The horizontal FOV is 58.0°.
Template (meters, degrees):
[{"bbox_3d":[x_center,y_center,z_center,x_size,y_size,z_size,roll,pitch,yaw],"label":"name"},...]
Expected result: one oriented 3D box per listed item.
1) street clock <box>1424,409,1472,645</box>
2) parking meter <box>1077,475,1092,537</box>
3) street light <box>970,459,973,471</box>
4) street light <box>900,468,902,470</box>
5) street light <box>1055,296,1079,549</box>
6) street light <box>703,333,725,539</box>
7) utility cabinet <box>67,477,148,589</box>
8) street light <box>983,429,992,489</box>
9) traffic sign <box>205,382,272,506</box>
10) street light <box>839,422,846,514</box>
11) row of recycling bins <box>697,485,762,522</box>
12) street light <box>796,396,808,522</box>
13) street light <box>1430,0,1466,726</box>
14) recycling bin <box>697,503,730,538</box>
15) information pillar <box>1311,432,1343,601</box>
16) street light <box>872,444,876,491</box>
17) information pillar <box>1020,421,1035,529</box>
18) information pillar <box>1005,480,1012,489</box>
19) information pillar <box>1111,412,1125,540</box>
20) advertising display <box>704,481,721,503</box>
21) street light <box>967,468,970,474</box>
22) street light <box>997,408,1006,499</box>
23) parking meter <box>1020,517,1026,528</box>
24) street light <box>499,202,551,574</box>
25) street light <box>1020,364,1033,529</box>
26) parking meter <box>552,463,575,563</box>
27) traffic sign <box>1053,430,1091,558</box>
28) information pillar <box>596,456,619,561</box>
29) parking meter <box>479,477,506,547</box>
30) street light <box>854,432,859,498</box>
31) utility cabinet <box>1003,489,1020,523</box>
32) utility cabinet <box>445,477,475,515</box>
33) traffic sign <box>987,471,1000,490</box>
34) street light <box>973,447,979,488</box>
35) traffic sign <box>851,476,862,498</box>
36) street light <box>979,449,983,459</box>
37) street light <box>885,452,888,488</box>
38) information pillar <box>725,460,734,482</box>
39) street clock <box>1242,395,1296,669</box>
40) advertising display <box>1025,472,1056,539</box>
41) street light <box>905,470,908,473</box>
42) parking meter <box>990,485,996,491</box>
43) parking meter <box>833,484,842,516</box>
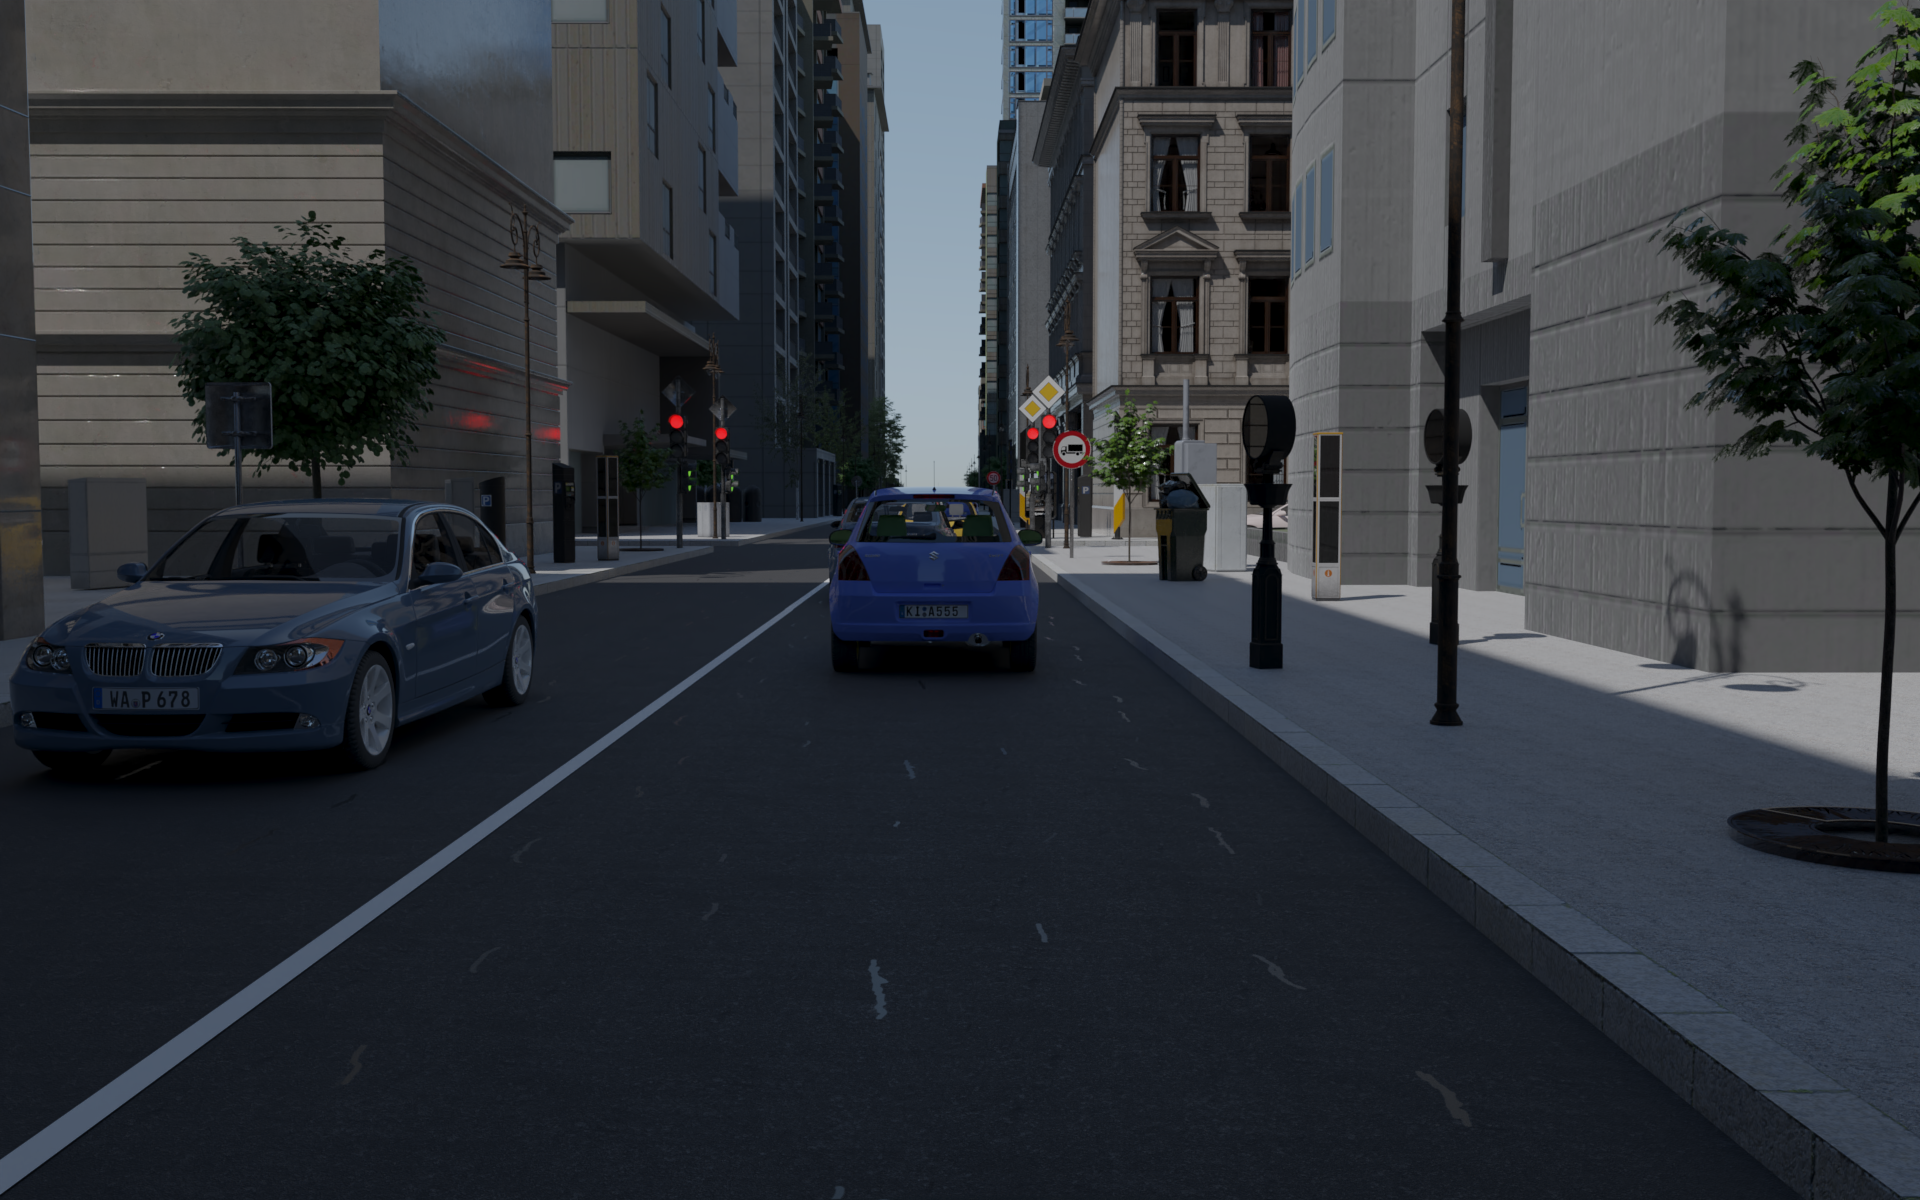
[{"bbox_3d":[4.131,-0.621,14.720,0.358,2.002,0.471,-1,4,-9],"label":"street clock"},{"bbox_3d":[3.727,-2.847,52.254,0.255,1.863,0.399,2,4,28],"label":"parking meter"},{"bbox_3d":[1.652,-13.920,200.386,0.468,5.910,1.993,0,4,0],"label":"street light"},{"bbox_3d":[-8.182,-16.336,239.872,0.468,5.910,1.993,0,4,0],"label":"street light"},{"bbox_3d":[2.508,-4.147,40.593,0.468,5.910,1.993,0,4,0],"label":"street light"},{"bbox_3d":[-7.060,-4.711,49.807,0.468,5.910,1.993,0,4,0],"label":"street light"},{"bbox_3d":[-11.597,-0.912,23.585,0.318,1.500,1.173,1,4,12],"label":"utility cabinet"},{"bbox_3d":[2.087,-9.200,123.203,0.468,5.910,1.993,0,4,0],"label":"street light"},{"bbox_3d":[-6.608,-0.841,15.888,0.606,2.300,0.079,0,4,2],"label":"traffic sign"},{"bbox_3d":[-7.458,-8.450,110.945,0.468,5.910,1.993,0,4,0],"label":"street light"},{"bbox_3d":[-10.781,-4.403,79.106,3.534,1.692,1.069,-2,4,-24],"label":"row of recycling bins"},{"bbox_3d":[-7.363,-6.585,80.450,0.468,5.910,1.993,0,4,0],"label":"street light"},{"bbox_3d":[2.711,-2.244,9.474,0.468,5.910,1.993,0,4,0],"label":"street light"},{"bbox_3d":[-7.340,-2.386,51.563,0.722,1.027,0.722,-3,4,-37],"label":"recycling bin"},{"bbox_3d":[4.403,-0.997,20.787,0.304,2.012,0.304,0,4,1],"label":"information pillar"},{"bbox_3d":[-7.723,-11.224,156.306,0.468,5.910,1.993,0,4,0],"label":"street light"},{"bbox_3d":[2.151,-3.892,54.986,0.504,3.616,0.183,-1,4,-9],"label":"information pillar"},{"bbox_3d":[2.482,-5.114,88.101,0.304,2.012,0.304,-1,4,-8],"label":"information pillar"},{"bbox_3d":[4.472,-3.502,48.612,0.183,3.616,0.504,-2,4,-27],"label":"information pillar"},{"bbox_3d":[-12.594,-5.089,88.419,0.974,1.923,0.123,0,4,7],"label":"advertising display"},{"bbox_3d":[1.489,-15.193,221.189,0.468,5.910,1.993,0,4,0],"label":"street light"},{"bbox_3d":[2.214,-7.335,92.709,0.468,5.910,1.993,0,4,0],"label":"street light"},{"bbox_3d":[2.421,-3.683,65.924,0.255,1.863,0.399,0,4,-3],"label":"parking meter"},{"bbox_3d":[-6.933,-3.364,27.787,0.468,5.910,1.993,0,4,0],"label":"street light"},{"bbox_3d":[2.400,-5.435,61.655,0.468,5.910,1.993,0,4,0],"label":"street light"},{"bbox_3d":[-7.368,-1.622,32.233,0.399,1.863,0.255,3,4,38],"label":"parking meter"},{"bbox_3d":[2.238,-2.111,34.626,0.768,2.556,0.104,1,4,9],"label":"traffic sign"},{"bbox_3d":[-6.780,-1.764,33.336,0.304,2.012,0.304,2,4,35],"label":"information pillar"},{"bbox_3d":[-6.770,-1.020,25.082,0.372,1.533,0.369,0,3,0],"label":"parking meter"},{"bbox_3d":[-7.588,-9.356,125.764,0.468,5.910,1.993,0,4,0],"label":"street light"},{"bbox_3d":[2.533,-4.177,76.979,1.173,1.500,0.318,1,4,20],"label":"utility cabinet"},{"bbox_3d":[-6.651,-0.876,22.996,0.318,1.500,1.173,-1,4,-20],"label":"utility cabinet"},{"bbox_3d":[1.867,-5.881,96.267,0.768,2.556,0.104,0,4,5],"label":"traffic sign"},{"bbox_3d":[1.801,-12.055,169.892,0.468,5.910,1.993,0,4,0],"label":"street light"},{"bbox_3d":[-7.235,-7.417,121.379,0.768,2.556,0.104,0,4,5],"label":"traffic sign"},{"bbox_3d":[1.952,-10.184,139.292,0.468,5.910,1.993,0,4,0],"label":"street light"},{"bbox_3d":[-7.965,-13.091,186.817,0.468,5.910,1.993,0,4,0],"label":"street light"},{"bbox_3d":[-10.792,-5.463,80.678,0.504,3.616,0.183,1,4,13],"label":"information pillar"},{"bbox_3d":[2.259,-0.499,12.723,0.358,2.002,0.471,-1,4,-14],"label":"street clock"},{"bbox_3d":[2.319,-2.736,49.945,0.974,1.923,0.123,2,4,31],"label":"advertising display"},{"bbox_3d":[-8.418,-18.221,270.703,0.468,5.910,1.993,0,4,0],"label":"street light"},{"bbox_3d":[1.890,-5.714,99.138,0.255,1.863,0.399,2,4,26],"label":"parking meter"},{"bbox_3d":[-7.159,-5.796,100.472,0.399,1.863,0.255,1,4,16],"label":"parking meter"}]
